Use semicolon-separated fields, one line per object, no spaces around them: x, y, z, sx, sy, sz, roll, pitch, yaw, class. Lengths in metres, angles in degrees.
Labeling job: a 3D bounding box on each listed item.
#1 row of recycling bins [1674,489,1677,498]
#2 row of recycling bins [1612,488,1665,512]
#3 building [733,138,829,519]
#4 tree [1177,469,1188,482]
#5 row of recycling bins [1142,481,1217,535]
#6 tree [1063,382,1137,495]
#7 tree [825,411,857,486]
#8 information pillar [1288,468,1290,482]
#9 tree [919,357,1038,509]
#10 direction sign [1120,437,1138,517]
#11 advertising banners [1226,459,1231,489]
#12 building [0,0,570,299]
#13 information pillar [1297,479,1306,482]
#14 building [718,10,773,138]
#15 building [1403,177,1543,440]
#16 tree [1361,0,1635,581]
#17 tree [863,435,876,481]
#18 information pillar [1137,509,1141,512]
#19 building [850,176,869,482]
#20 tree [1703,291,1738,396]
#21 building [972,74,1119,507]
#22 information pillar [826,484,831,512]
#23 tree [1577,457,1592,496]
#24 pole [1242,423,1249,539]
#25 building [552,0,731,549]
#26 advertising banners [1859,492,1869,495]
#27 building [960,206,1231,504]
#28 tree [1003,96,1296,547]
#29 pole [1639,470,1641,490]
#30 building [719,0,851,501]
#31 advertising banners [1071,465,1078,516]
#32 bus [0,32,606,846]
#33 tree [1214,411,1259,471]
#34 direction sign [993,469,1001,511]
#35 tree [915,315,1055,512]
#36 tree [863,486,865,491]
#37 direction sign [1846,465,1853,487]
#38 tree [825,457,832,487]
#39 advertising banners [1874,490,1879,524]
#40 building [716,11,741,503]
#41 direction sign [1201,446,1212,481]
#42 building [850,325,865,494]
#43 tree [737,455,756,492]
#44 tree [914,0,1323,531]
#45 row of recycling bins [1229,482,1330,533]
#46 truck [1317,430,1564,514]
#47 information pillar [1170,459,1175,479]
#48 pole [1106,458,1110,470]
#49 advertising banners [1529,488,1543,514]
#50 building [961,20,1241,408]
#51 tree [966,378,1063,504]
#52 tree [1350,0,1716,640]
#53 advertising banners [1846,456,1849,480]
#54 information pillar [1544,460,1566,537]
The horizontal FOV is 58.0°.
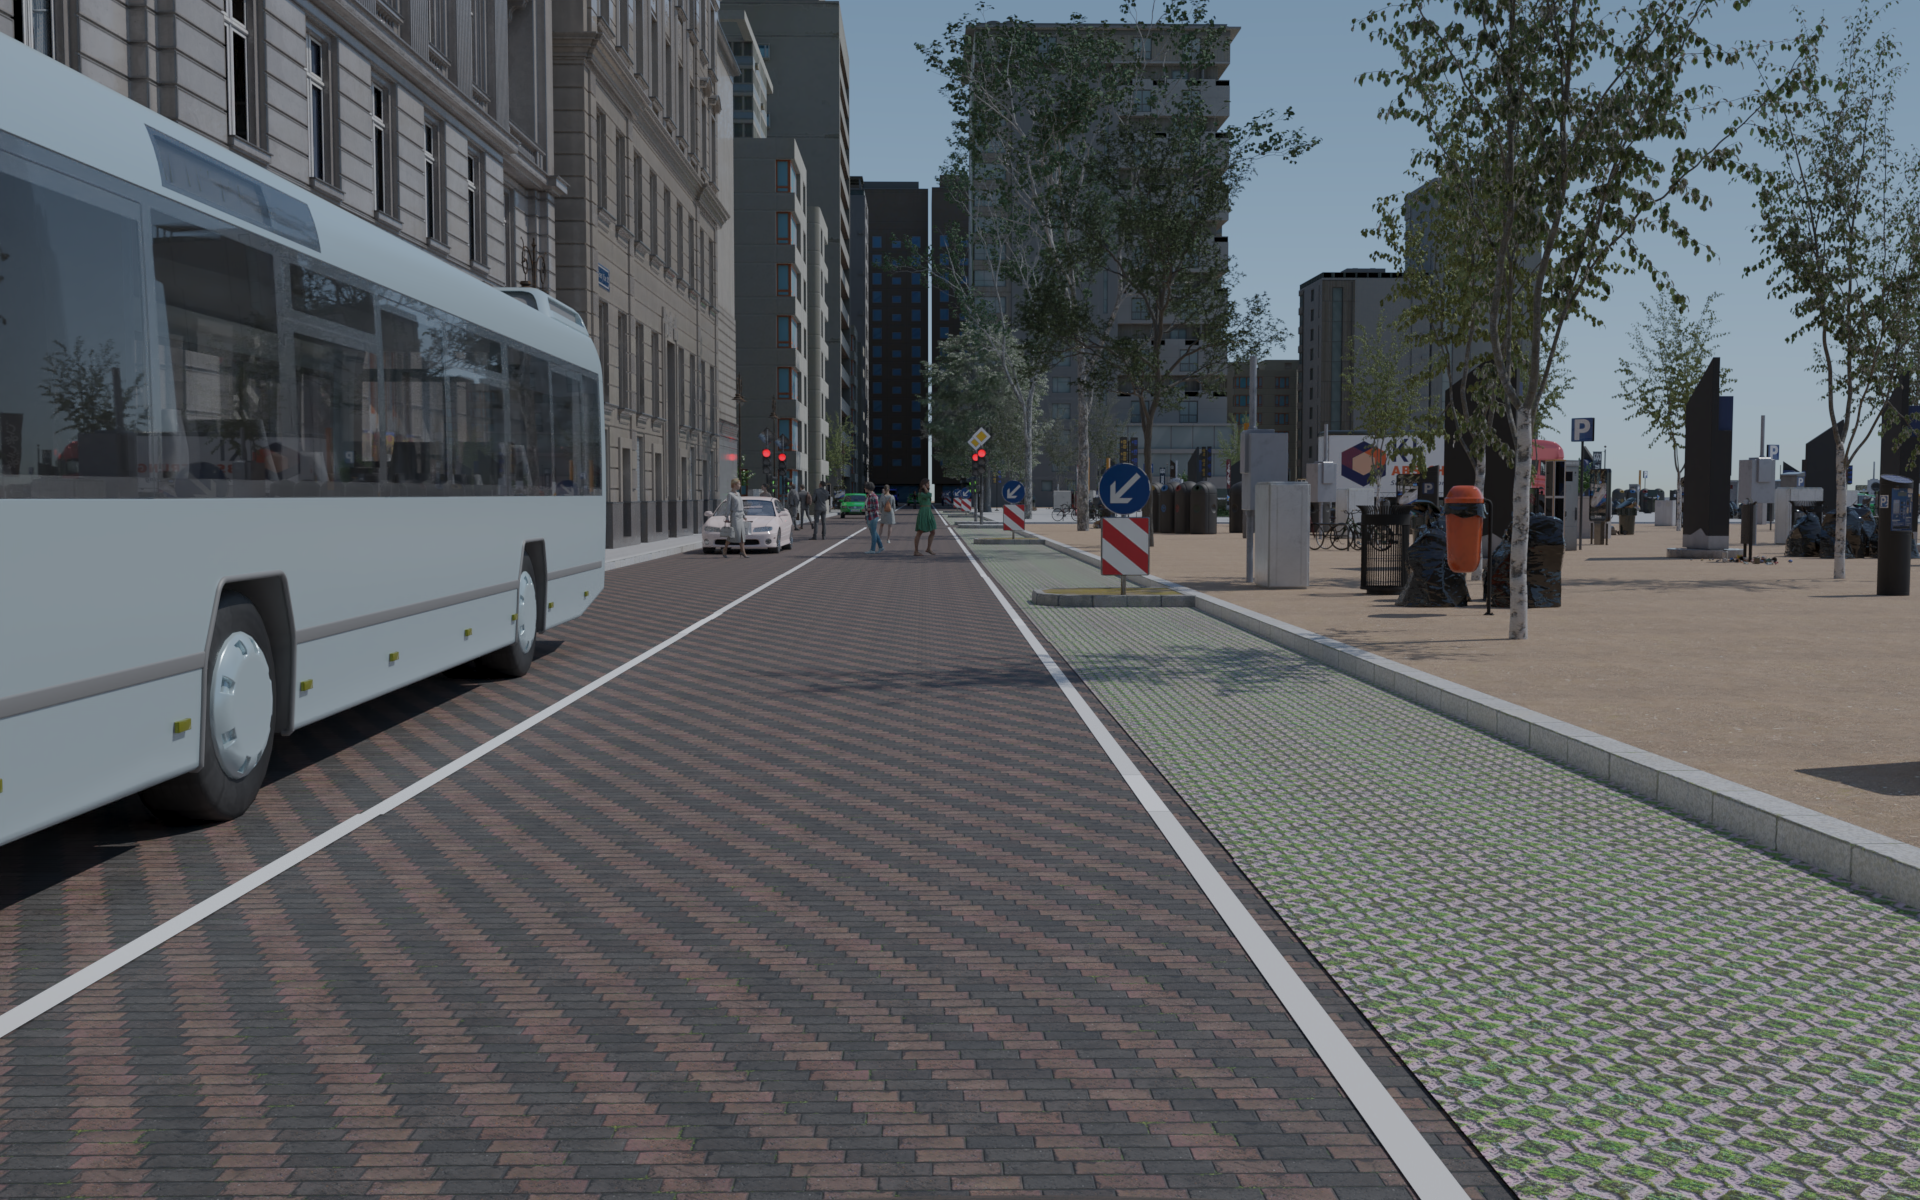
64.624;-8.918;152.927;3.534;1.692;1.069;1;4;13;row of recycling bins
48.354;-7.121;123.547;3.534;1.692;1.069;1;4;11;row of recycling bins
-22.142;-15.504;98.537;27.650;21.520;28.899;0;4;-1;building
17.590;-8.595;135.129;1.663;3.219;1.824;0;3;0;tree
7.133;-3.011;56.347;1.069;1.692;3.534;-2;4;-29;row of recycling bins
9.164;-9.835;111.160;4.360;8.622;3.978;0;3;0;tree
-10.926;-12.392;152.969;4.737;8.622;4.395;0;3;0;tree
26.994;-9.244;142.501;0.183;3.616;0.504;-1;4;-22;information pillar
1.603;-14.691;150.563;12.009;13.543;11.850;0;3;0;tree
6.706;-4.703;68.894;0.876;3.537;0.379;-2;4;-31;direction sign
13.576;-5.462;85.498;0.090;3.025;2.074;-1;4;-16;advertising banners
-14.180;-11.186;24.689;13.314;21.916;24.055;0;4;-1;building
16.759;-4.925;85.021;0.304;2.012;0.304;-2;4;-34;information pillar
-27.891;-27.124;135.357;32.217;40.220;23.993;0;4;-1;building
66.441;-33.175;225.998;14.086;41.232;14.154;0;4;-1;building
7.811;-4.605;25.652;4.737;8.622;4.395;0;3;0;tree
-12.513;-16.215;215.479;4.360;8.622;3.978;0;3;0;tree
12.763;-7.288;123.658;0.304;2.012;0.304;1;4;17;information pillar
-18.868;-33.052;224.000;14.086;41.232;14.154;0;4;-1;building
24.847;-6.696;59.847;4.737;8.622;4.395;0;3;0;tree
8.156;-29.896;172.400;14.154;41.232;14.086;0;4;-1;building
-9.432;-7.311;124.023;0.304;2.012;0.304;-1;4;-17;information pillar
32.395;-5.884;90.798;1.663;3.219;1.824;0;3;0;tree
8.239;-3.428;49.892;0.158;3.312;0.155;0;3;0;pole
-13.935;-15.401;49.067;12.463;27.353;25.104;0;4;-1;building
49.778;-5.971;93.812;2.074;3.025;0.090;1;4;18;advertising banners
16.248;-32.243;219.055;32.217;40.220;23.993;0;4;-1;building
4.307;-6.564;41.732;7.601;10.594;8.767;-3;4;-36;tree
57.748;-9.377;147.156;0.158;3.312;0.155;0;3;0;pole
-21.601;-33.127;165.332;21.300;48.544;21.600;0;4;-1;building
6.762;-6.408;100.966;0.090;3.025;2.074;1;4;12;advertising banners
-4.489;-0.945;10.318;2.948;3.499;13.247;0;4;-2;bus
24.659;-12.377;152.725;4.737;8.622;4.395;0;3;0;tree
2.810;-8.545;131.711;0.876;3.537;0.379;-3;5;-42;direction sign
1.816;-13.201;122.498;9.857;13.997;8.962;0;3;0;tree
-12.381;-13.094;208.682;1.663;3.219;1.824;0;3;0;tree
74.601;-9.399;145.670;0.876;3.537;0.379;-1;4;-23;direction sign
-10.645;-8.430;121.550;4.285;4.588;4.351;0;3;0;tree
32.538;-3.964;61.003;0.090;3.025;2.074;1;4;13;advertising banners
-18.005;-13.293;66.484;18.267;20.994;9.793;0;4;-1;building
11.725;-5.531;82.432;0.379;3.537;0.876;-1;4;-22;direction sign
-24.897;-21.178;191.297;27.650;21.520;28.899;0;4;-1;building
-9.785;-4.831;73.588;1.663;3.219;1.824;0;3;0;tree
5.170;-12.387;58.416;12.611;20.169;13.585;0;3;0;tree
10.648;-3.079;57.448;3.534;1.692;1.069;-1;4;-16;row of recycling bins
21.830;-5.415;77.453;11.283;4.237;2.839;0;4;1;truck
14.227;-7.592;115.481;0.504;3.616;0.183;1;4;13;information pillar
8.407;-6.389;98.302;0.158;3.312;0.155;0;3;0;pole
36.909;-7.142;112.962;2.074;3.025;0.090;0;4;-7;advertising banners
14.700;-36.924;192.939;28.713;52.752;27.495;0;4;-1;building
3.447;-9.777;110.213;4.360;8.622;3.978;0;3;0;tree
5.167;-3.963;15.162;4.360;8.622;3.978;0;3;0;tree
41.031;-5.224;81.606;0.090;3.025;2.074;-1;4;-16;advertising banners
12.722;-1.991;37.047;0.304;2.012;0.304;-1;4;-19;information pillar
